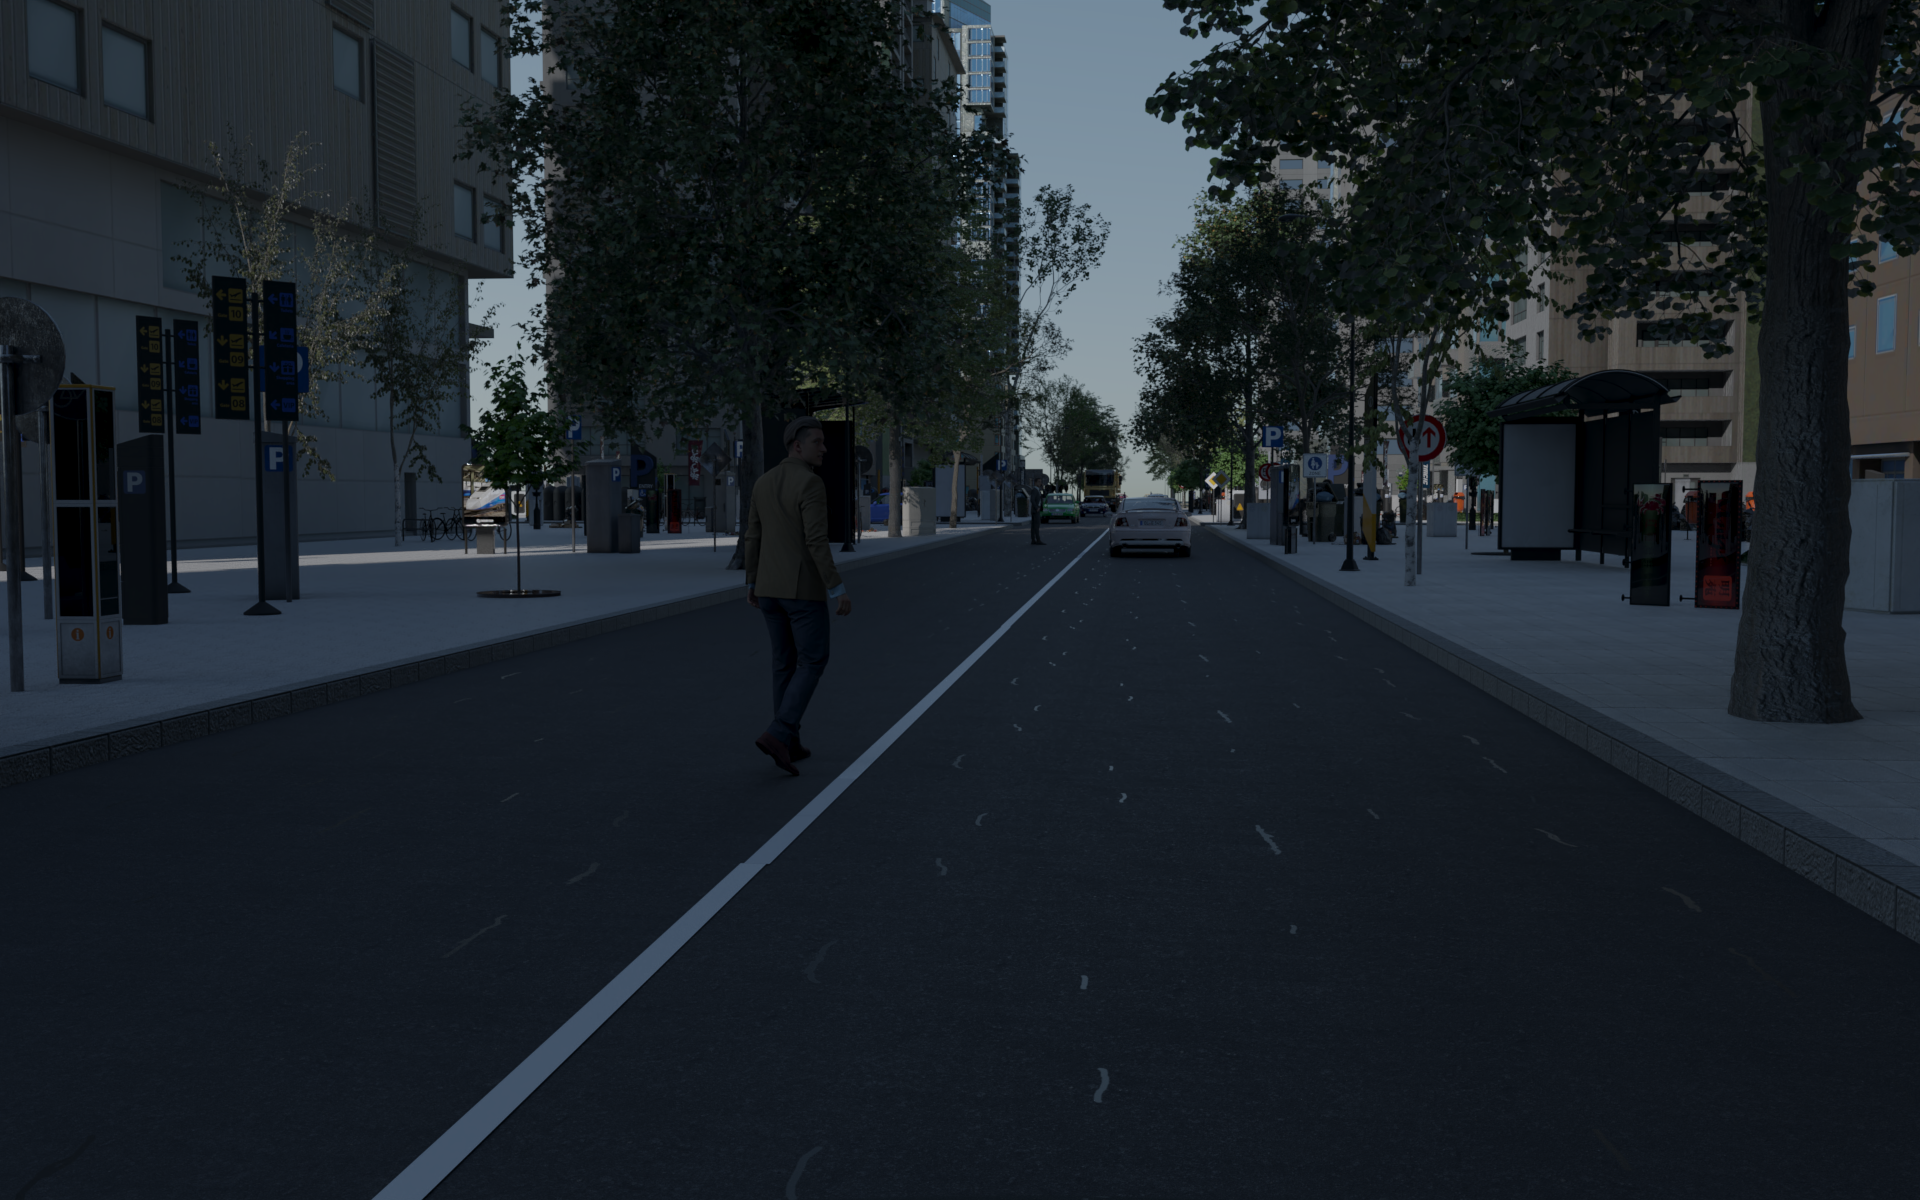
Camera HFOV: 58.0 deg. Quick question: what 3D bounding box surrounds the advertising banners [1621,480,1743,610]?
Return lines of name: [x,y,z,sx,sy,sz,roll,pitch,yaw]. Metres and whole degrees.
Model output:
advertising banners: [8.455,-1.415,19.324,2.074,3.025,0.090,3,5,43]

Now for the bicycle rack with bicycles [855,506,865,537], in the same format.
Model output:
bicycle rack with bicycles: [-4.163,-2.367,52.082,2.852,0.926,2.925,0,4,-8]

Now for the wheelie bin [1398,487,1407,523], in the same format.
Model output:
wheelie bin: [19.843,-4.228,77.031,0.693,1.594,0.980,2,4,23]

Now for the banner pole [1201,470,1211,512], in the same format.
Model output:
banner pole: [17.665,-8.238,124.700,0.863,3.779,0.401,0,4,2]

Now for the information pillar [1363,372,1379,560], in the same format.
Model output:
information pillar: [7.969,-2.586,33.629,0.183,3.616,0.504,-1,4,-9]

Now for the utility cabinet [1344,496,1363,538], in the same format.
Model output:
utility cabinet: [10.354,-2.083,45.226,0.306,1.237,1.020,3,4,36]

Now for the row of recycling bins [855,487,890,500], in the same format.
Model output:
row of recycling bins: [-4.826,-5.842,102.637,3.534,1.692,1.069,0,4,0]

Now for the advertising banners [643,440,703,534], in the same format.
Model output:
advertising banners: [-9.296,-3.670,56.187,2.074,3.025,0.090,1,4,13]

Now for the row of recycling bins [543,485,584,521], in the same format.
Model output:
row of recycling bins: [-18.726,-4.650,83.147,3.534,1.692,1.069,2,4,35]

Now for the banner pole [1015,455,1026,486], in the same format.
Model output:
banner pole: [3.869,-7.349,110.180,0.863,3.779,0.401,-3,4,-38]

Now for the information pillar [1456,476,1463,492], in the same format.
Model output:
information pillar: [27.675,-6.397,95.939,0.504,3.616,0.183,-3,5,-42]

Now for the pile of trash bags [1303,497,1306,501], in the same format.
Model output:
pile of trash bags: [28.928,-8.482,148.436,3.447,1.369,1.912,1,4,21]

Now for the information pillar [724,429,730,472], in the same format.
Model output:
information pillar: [-8.366,-4.331,62.174,0.183,3.616,0.504,-2,4,-25]

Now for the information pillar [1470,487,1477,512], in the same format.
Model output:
information pillar: [33.859,-6.706,114.132,0.304,2.012,0.304,-1,4,-14]

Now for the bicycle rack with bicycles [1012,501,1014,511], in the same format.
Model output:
bicycle rack with bicycles: [5.119,-8.475,151.955,2.852,0.926,2.925,2,4,32]

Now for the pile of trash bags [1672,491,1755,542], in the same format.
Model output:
pile of trash bags: [21.187,-2.296,47.298,1.912,1.369,3.447,-2,4,-25]

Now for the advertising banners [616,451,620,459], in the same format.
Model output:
advertising banners: [-14.132,-4.546,70.512,0.090,3.025,2.074,-2,4,-27]

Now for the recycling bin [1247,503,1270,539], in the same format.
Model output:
recycling bin: [8.630,-2.253,49.386,0.722,1.027,0.722,2,4,30]

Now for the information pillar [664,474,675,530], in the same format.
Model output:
information pillar: [-10.434,-3.531,62.218,0.304,2.012,0.304,-2,4,-27]

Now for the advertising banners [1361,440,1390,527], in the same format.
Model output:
advertising banners: [13.446,-3.648,55.838,0.090,3.025,2.074,2,4,35]

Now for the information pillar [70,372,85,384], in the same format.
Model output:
information pillar: [-16.929,-2.580,33.542,0.183,3.616,0.504,3,4,39]

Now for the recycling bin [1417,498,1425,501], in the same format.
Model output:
recycling bin: [32.956,-6.829,124.202,0.722,1.027,0.722,1,4,21]

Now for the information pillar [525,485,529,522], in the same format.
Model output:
information pillar: [-20.106,-5.477,80.911,0.504,3.616,0.183,1,4,21]

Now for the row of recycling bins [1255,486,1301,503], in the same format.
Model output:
row of recycling bins: [16.867,-5.253,93.004,3.534,1.692,1.069,-2,4,-31]

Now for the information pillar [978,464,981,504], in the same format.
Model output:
information pillar: [1.570,-8.346,127.819,0.504,3.616,0.183,-2,4,-31]

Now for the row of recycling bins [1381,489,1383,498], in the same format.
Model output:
row of recycling bins: [32.994,-7.928,136.733,1.069,1.692,3.534,0,4,5]

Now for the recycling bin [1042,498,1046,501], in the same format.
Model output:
recycling bin: [6.426,-7.327,132.344,0.722,1.027,0.722,1,4,11]

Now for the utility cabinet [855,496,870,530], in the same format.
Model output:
utility cabinet: [-3.719,-3.096,61.786,1.020,1.237,0.306,0,4,5]

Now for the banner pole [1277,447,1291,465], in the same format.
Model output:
banner pole: [15.357,-5.662,82.584,0.863,3.779,0.401,2,4,23]

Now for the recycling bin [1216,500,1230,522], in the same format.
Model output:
recycling bin: [12.165,-4.097,79.546,0.722,1.027,0.722,1,4,13]

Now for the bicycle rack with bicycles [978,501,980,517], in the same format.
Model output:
bicycle rack with bicycles: [0.703,-5.040,95.783,2.852,0.926,2.925,1,4,10]

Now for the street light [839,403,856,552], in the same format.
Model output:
street light: [-1.953,-4.015,38.181,1.470,5.913,1.316,0,4,6]

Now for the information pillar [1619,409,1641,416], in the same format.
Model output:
information pillar: [15.124,-2.923,39.143,0.504,3.616,0.183,2,4,24]

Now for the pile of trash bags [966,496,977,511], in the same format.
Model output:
pile of trash bags: [1.397,-7.604,134.074,1.912,1.369,3.447,3,5,44]

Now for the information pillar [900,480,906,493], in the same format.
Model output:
information pillar: [-2.973,-5.175,89.102,0.304,2.012,0.304,2,4,23]

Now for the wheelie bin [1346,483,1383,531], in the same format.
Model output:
wheelie bin: [11.169,-2.429,47.617,0.693,1.594,0.980,-3,4,-36]

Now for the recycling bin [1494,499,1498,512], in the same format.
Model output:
recycling bin: [27.562,-4.680,89.079,0.722,1.027,0.722,1,4,12]

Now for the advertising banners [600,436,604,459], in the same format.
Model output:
advertising banners: [-10.762,-3.371,51.309,0.090,3.025,2.074,0,4,2]

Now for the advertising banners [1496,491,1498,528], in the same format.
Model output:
advertising banners: [19.651,-4.057,62.518,0.090,3.025,2.074,-2,4,-28]

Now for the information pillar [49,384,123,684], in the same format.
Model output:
information pillar: [-5.936,-0.445,11.770,0.304,2.012,0.304,0,4,3]

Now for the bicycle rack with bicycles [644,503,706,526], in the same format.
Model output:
bicycle rack with bicycles: [-11.847,-3.409,69.127,2.925,0.926,2.852,3,5,44]

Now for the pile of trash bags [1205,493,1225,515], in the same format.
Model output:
pile of trash bags: [16.123,-5.824,104.969,1.912,1.369,3.447,0,4,2]

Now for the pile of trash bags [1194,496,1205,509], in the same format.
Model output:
pile of trash bags: [20.573,-8.224,144.208,1.912,1.369,3.447,0,4,-4]

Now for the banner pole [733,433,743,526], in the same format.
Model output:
banner pole: [-8.841,-4.856,69.407,0.863,3.779,0.401,2,4,32]

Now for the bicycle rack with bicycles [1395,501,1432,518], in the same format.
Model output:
bicycle rack with bicycles: [24.780,-4.915,93.737,2.852,0.926,2.925,-3,5,-44]

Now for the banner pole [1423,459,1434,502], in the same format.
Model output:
banner pole: [24.129,-6.066,89.199,0.863,3.779,0.401,2,4,29]

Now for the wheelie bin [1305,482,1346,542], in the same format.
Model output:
wheelie bin: [9.697,-2.359,46.476,0.693,1.594,0.980,-2,4,-25]

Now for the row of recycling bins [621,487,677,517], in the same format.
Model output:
row of recycling bins: [-17.090,-5.375,94.990,3.534,1.692,1.069,1,4,10]

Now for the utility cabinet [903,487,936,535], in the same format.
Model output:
utility cabinet: [-1.248,-2.751,53.658,0.318,1.500,1.173,3,5,44]

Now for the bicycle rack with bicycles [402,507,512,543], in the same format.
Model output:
bicycle rack with bicycles: [-13.932,-2.075,47.309,2.852,0.926,2.925,-3,5,-41]

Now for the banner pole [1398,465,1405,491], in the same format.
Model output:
banner pole: [38.400,-9.817,150.529,0.401,3.779,0.863,-2,4,-32]

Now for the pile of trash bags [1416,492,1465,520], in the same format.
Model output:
pile of trash bags: [23.304,-4.508,83.460,1.912,1.369,3.447,-1,4,-15]

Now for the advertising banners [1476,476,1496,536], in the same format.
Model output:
advertising banners: [15.938,-3.459,52.743,0.090,3.025,2.074,2,4,30]

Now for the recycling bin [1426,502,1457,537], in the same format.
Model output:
recycling bin: [14.462,-2.411,51.980,0.722,1.027,0.722,0,4,-3]

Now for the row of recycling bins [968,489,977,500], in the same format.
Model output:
row of recycling bins: [1.119,-8.186,140.952,1.069,1.692,3.534,0,4,2]

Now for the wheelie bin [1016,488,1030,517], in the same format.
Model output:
wheelie bin: [3.450,-5.348,95.345,0.693,1.594,0.980,1,4,14]
